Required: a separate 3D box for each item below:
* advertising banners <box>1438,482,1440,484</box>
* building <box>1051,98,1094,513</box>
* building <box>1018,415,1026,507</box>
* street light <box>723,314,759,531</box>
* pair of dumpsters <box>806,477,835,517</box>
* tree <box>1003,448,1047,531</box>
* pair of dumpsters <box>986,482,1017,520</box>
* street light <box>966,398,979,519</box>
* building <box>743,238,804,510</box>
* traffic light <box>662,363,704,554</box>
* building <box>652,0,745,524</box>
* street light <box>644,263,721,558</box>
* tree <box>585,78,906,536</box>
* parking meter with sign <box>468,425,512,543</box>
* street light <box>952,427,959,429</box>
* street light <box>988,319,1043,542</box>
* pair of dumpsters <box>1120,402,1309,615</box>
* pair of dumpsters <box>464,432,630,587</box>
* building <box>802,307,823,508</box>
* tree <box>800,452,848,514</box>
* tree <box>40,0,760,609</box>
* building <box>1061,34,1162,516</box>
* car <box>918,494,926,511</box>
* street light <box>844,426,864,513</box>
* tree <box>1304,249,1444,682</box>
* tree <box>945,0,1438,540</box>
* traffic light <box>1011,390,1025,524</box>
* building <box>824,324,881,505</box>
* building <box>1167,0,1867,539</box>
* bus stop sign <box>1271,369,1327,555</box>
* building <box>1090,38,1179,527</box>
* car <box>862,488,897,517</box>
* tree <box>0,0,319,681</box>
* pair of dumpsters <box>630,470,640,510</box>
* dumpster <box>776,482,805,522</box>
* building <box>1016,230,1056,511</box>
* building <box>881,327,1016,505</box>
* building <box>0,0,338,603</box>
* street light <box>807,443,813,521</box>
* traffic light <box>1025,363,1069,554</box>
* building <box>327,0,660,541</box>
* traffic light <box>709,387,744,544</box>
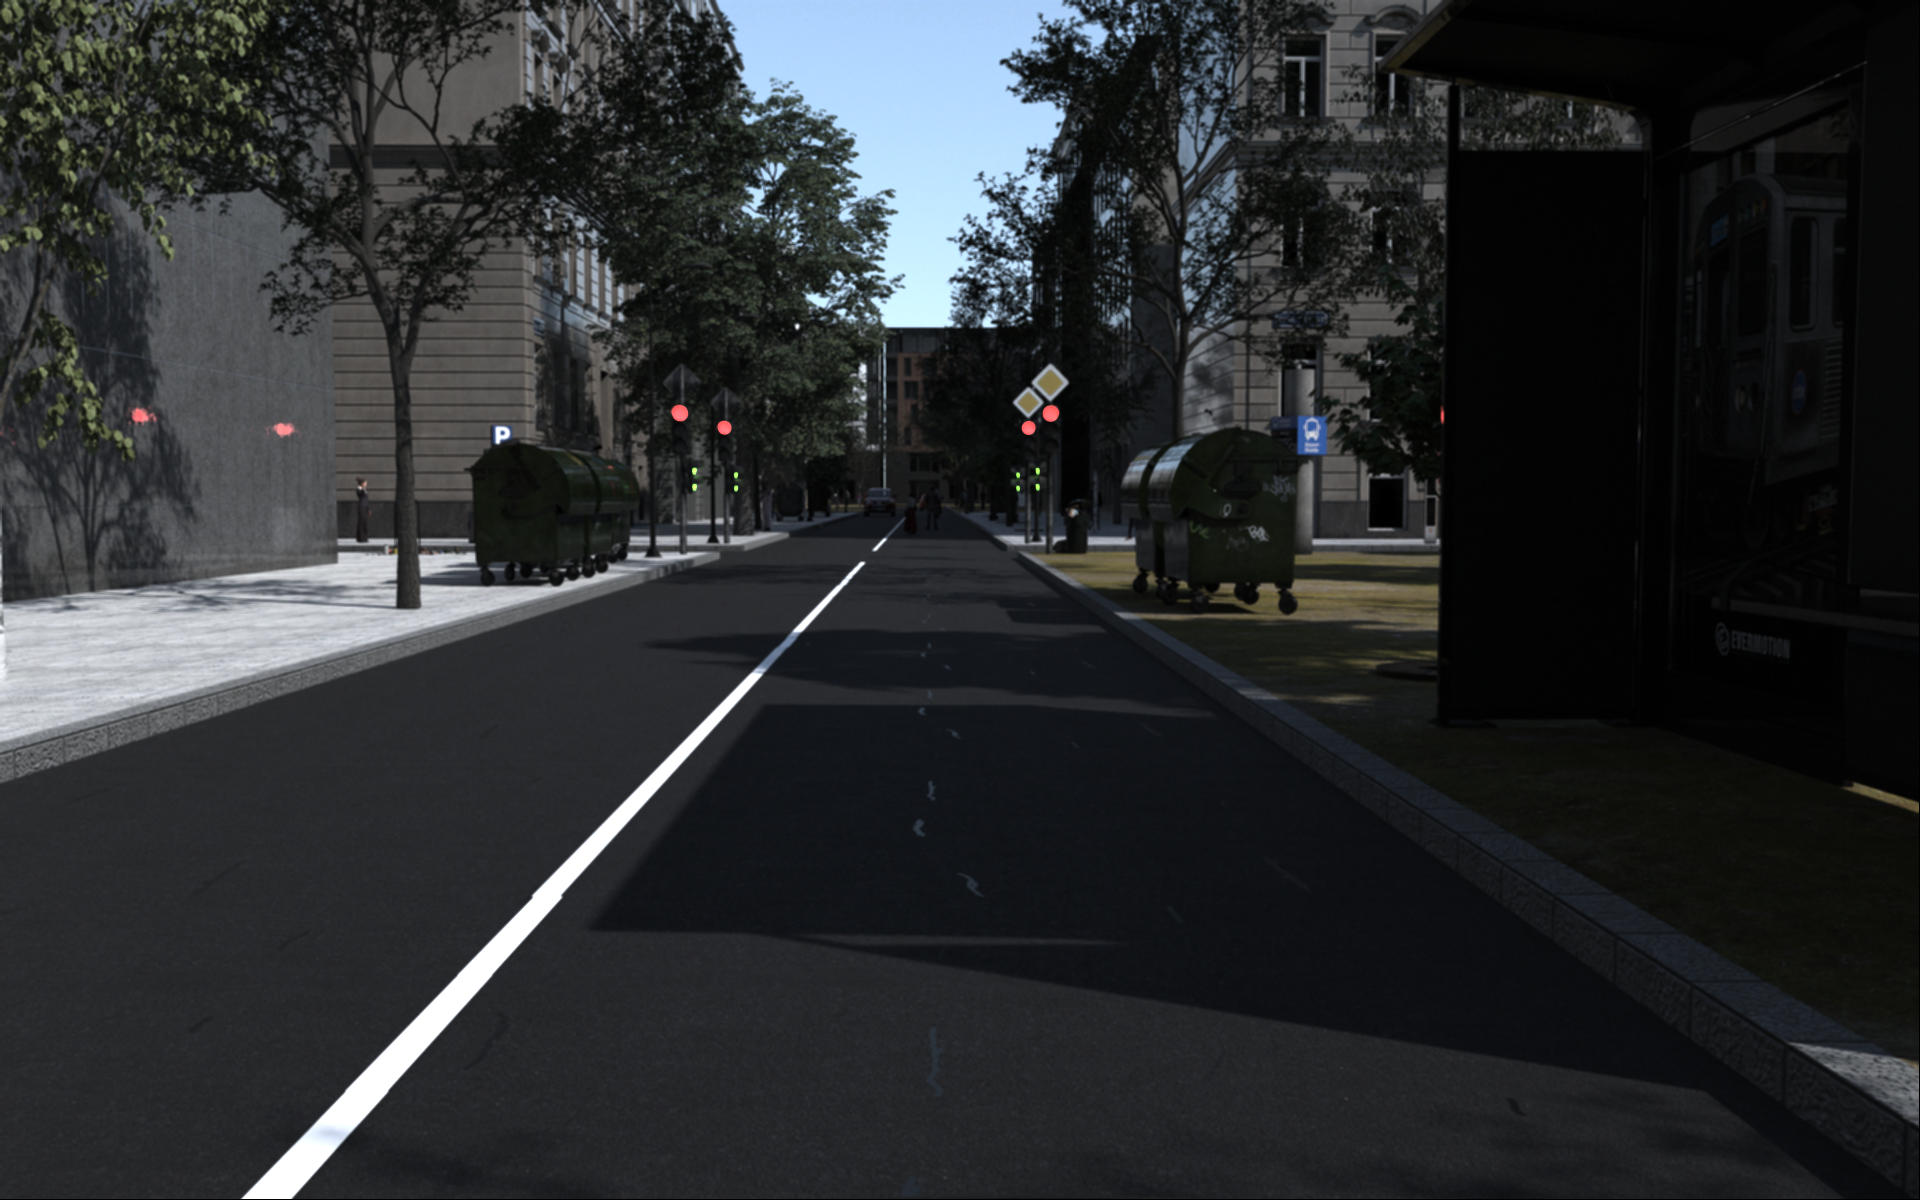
[{"bbox_3d":[13.464,-3.012,45.429,2.074,3.025,0.090,1,4,8],"label":"advertising banners"},{"bbox_3d":[12.982,-19.812,109.829,13.634,28.700,20.117,0,4,-1],"label":"building"},{"bbox_3d":[9.978,-14.391,177.440,9.099,9.664,28.070,0,4,-1],"label":"building"},{"bbox_3d":[-5.884,-4.426,44.911,1.470,5.913,1.316,0,4,-1],"label":"street light"},{"bbox_3d":[-7.965,-5.851,98.151,1.574,2.255,4.436,0,4,-1],"label":"pair of dumpsters"},{"bbox_3d":[2.497,-4.002,60.031,1.663,3.219,1.824,0,3,0],"label":"tree"},{"bbox_3d":[2.164,-5.206,87.616,1.574,2.255,4.436,0,4,-1],"label":"pair of dumpsters"},{"bbox_3d":[1.001,-6.773,83.286,1.470,5.913,1.316,0,4,-1],"label":"street light"},{"bbox_3d":[-27.421,-17.857,135.944,27.936,21.610,32.646,0,4,-1],"label":"building"},{"bbox_3d":[-5.868,-2.904,36.727,0.839,4.213,0.868,0,4,-1],"label":"traffic light"},{"bbox_3d":[-18.028,-19.012,88.336,11.434,29.767,29.804,0,4,-1],"label":"building"},{"bbox_3d":[-5.693,-3.820,35.005,1.470,5.913,1.316,0,4,-1],"label":"street light"},{"bbox_3d":[-6.578,-8.960,53.150,9.857,13.997,8.962,0,3,0],"label":"tree"},{"bbox_3d":[-12.176,-2.960,44.654,0.543,3.016,1.738,-3,5,-41],"label":"parking meter with sign"},{"bbox_3d":[0.159,-9.011,119.872,1.470,5.913,1.316,0,4,-1],"label":"street light"},{"bbox_3d":[1.515,-4.506,46.213,1.470,5.913,1.316,0,4,-1],"label":"street light"},{"bbox_3d":[2.919,-1.095,20.395,1.574,2.255,4.436,0,4,-1],"label":"pair of dumpsters"},{"bbox_3d":[-6.179,-1.436,25.971,1.574,2.255,4.436,0,4,-1],"label":"pair of dumpsters"},{"bbox_3d":[-19.956,-19.965,182.848,11.380,20.091,16.016,0,4,-1],"label":"building"},{"bbox_3d":[-8.812,-7.809,111.395,4.285,4.588,4.351,0,3,0],"label":"tree"},{"bbox_3d":[-6.097,-5.200,19.434,8.767,10.594,7.601,1,4,10],"label":"tree"},{"bbox_3d":[12.157,-16.046,92.032,12.332,23.373,15.834,0,4,-1],"label":"building"},{"bbox_3d":[-2.555,-8.512,148.203,2.155,1.783,4.494,0,4,-2],"label":"car"},{"bbox_3d":[-7.227,-8.882,117.769,1.470,5.913,1.316,0,4,-1],"label":"street light"},{"bbox_3d":[3.531,-1.083,12.314,1.663,3.219,1.824,0,3,0],"label":"tree"},{"bbox_3d":[3.263,-5.690,27.443,7.601,10.594,8.767,0,4,-7],"label":"tree"},{"bbox_3d":[1.741,-3.402,44.872,0.839,4.213,0.868,0,4,-1],"label":"traffic light"},{"bbox_3d":[-26.235,-23.120,221.992,32.646,21.610,27.936,0,4,-1],"label":"building"},{"bbox_3d":[19.724,-15.725,54.360,25.104,27.353,12.463,0,4,-1],"label":"building"},{"bbox_3d":[7.185,-2.920,36.751,0.837,3.901,0.837,-2,4,-30],"label":"bus stop sign"},{"bbox_3d":[11.675,-13.520,75.797,10.420,20.320,16.860,0,4,-1],"label":"building"},{"bbox_3d":[-5.188,-6.328,112.129,2.281,1.827,5.304,0,4,-2],"label":"car"},{"bbox_3d":[-6.405,-3.752,11.712,4.737,8.622,4.395,0,3,0],"label":"tree"},{"bbox_3d":[-6.920,-1.773,31.485,1.574,2.255,4.436,0,4,-1],"label":"pair of dumpsters"},{"bbox_3d":[-7.984,-4.623,81.337,1.264,1.857,1.865,0,4,-1],"label":"dumpster"},{"bbox_3d":[19.797,-18.482,146.156,27.936,21.610,32.646,0,4,-1],"label":"building"},{"bbox_3d":[6.860,-23.184,223.032,32.646,21.610,27.936,0,4,-1],"label":"building"},{"bbox_3d":[-21.328,-12.666,25.106,19.932,24.808,12.078,0,4,-1],"label":"building"},{"bbox_3d":[-6.527,-6.654,81.340,1.470,5.913,1.316,0,4,-1],"label":"street light"},{"bbox_3d":[1.891,-2.914,36.889,0.839,4.213,0.868,0,4,-1],"label":"traffic light"},{"bbox_3d":[-18.277,-16.130,60.997,12.463,27.353,25.104,0,4,-1],"label":"building"},{"bbox_3d":[-6.018,-3.392,44.711,0.839,4.213,0.868,0,4,-1],"label":"traffic light"}]
